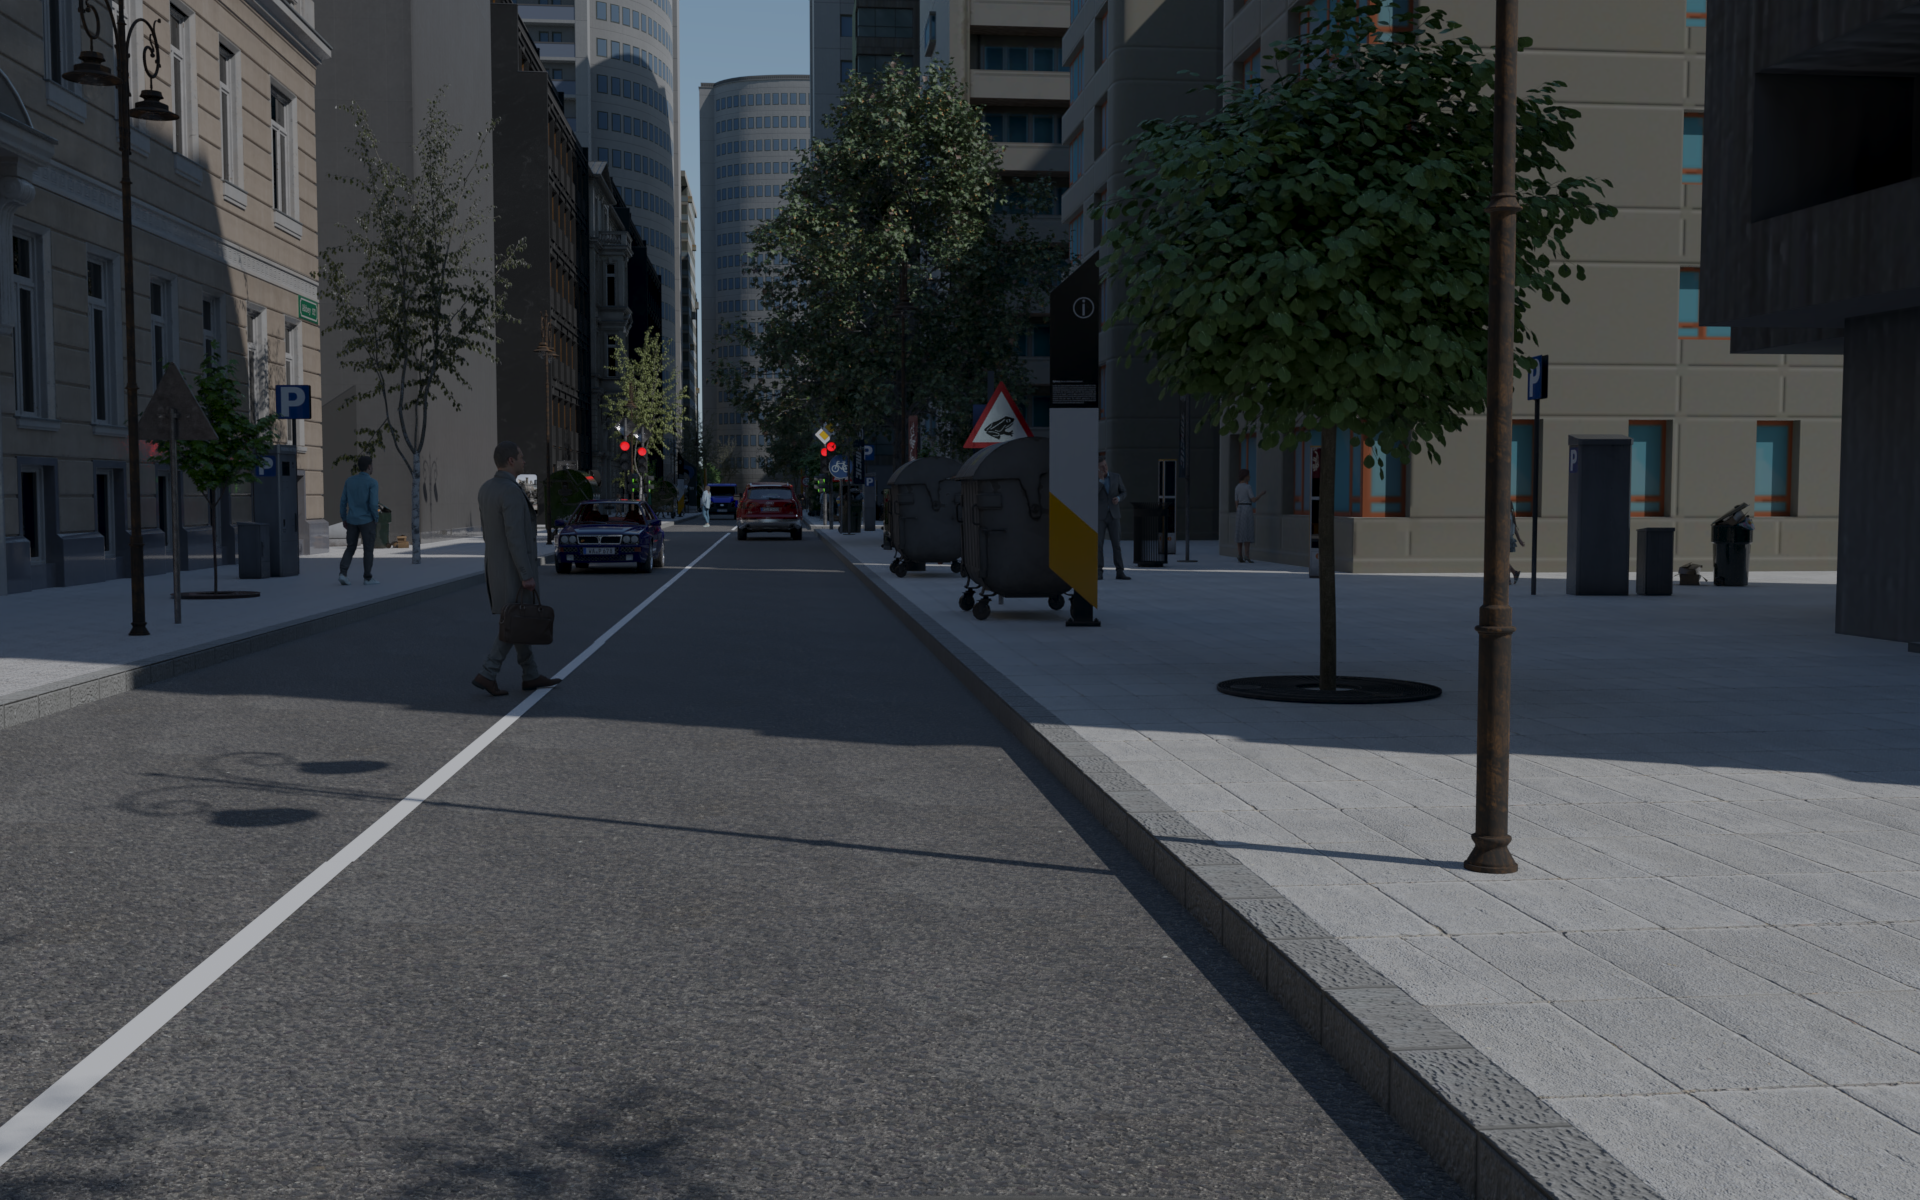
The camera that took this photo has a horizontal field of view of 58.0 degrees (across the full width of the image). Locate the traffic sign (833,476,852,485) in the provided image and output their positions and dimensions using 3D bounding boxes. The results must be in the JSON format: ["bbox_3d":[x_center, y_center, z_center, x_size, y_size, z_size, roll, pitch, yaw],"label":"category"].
[{"bbox_3d":[-4.986,-4.468,73.058,0.884,2.594,0.081,0,4,4],"label":"traffic sign"}]

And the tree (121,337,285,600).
[{"bbox_3d":[-9.126,-1.641,21.427,1.663,3.219,1.824,0,3,0],"label":"tree"}]

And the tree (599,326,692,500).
[{"bbox_3d":[-14.099,-7.735,76.827,4.737,8.622,4.395,0,3,0],"label":"tree"}]

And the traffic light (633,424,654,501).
[{"bbox_3d":[-12.733,-4.938,69.664,0.839,4.253,0.868,0,4,-6],"label":"traffic light"}]

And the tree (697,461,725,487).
[{"bbox_3d":[-26.353,-12.127,181.997,4.285,4.588,4.351,0,3,0],"label":"tree"}]

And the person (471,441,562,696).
[{"bbox_3d":[-3.193,-0.236,12.461,0.767,1.812,0.694,-3,4,-36],"label":"person"}]

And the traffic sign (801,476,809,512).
[{"bbox_3d":[-10.749,-7.426,121.528,0.768,2.556,0.104,0,4,3],"label":"traffic sign"}]

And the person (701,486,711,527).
[{"bbox_3d":[-11.039,-4.076,75.400,0.793,1.790,0.793,-1,4,-15],"label":"person"}]

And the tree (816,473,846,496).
[{"bbox_3d":[-6.285,-5.534,85.082,1.663,3.219,1.824,0,3,0],"label":"tree"}]

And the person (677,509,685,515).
[{"bbox_3d":[-17.387,-5.962,107.797,0.640,1.303,0.475,0,4,6],"label":"person"}]

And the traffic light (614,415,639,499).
[{"bbox_3d":[-11.888,-4.453,61.724,0.839,4.253,0.868,0,4,-6],"label":"traffic light"}]

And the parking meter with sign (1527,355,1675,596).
[{"bbox_3d":[8.122,-1.570,21.933,1.738,3.016,0.543,0,4,1],"label":"parking meter with sign"}]

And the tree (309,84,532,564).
[{"bbox_3d":[-10.013,-4.981,31.800,4.360,8.622,3.978,0,3,0],"label":"tree"}]

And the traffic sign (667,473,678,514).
[{"bbox_3d":[-17.009,-6.262,102.491,0.768,2.556,0.104,0,4,-6],"label":"traffic sign"}]

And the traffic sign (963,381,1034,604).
[{"bbox_3d":[0.477,-1.228,20.079,0.884,2.594,0.081,0,4,-2],"label":"traffic sign"}]

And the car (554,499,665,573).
[{"bbox_3d":[-6.542,-1.220,32.524,1.945,1.354,3.894,0,4,-5],"label":"car"}]

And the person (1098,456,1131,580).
[{"bbox_3d":[2.230,-1.223,25.840,0.655,1.846,0.447,0,4,-7],"label":"person"}]

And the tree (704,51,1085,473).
[{"bbox_3d":[-1.572,-7.839,45.170,9.611,12.733,9.660,0,3,0],"label":"tree"}]

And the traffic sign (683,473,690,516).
[{"bbox_3d":[-16.501,-6.313,103.321,0.768,2.556,0.104,0,4,0],"label":"traffic sign"}]

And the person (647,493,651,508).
[{"bbox_3d":[-19.591,-6.278,108.928,0.600,1.795,0.529,3,5,39],"label":"person"}]

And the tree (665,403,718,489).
[{"bbox_3d":[-21.988,-11.613,140.240,4.360,8.622,3.978,0,3,0],"label":"tree"}]

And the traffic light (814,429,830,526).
[{"bbox_3d":[-5.514,-4.986,70.446,0.839,4.253,0.868,0,4,-6],"label":"traffic light"}]

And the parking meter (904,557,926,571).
[{"bbox_3d":[-0.756,-1.253,28.890,0.372,1.533,0.369,0,3,0],"label":"parking meter"}]

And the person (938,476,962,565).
[{"bbox_3d":[-0.129,-1.548,31.266,0.656,1.842,0.836,-3,5,-42],"label":"person"}]

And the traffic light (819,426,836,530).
[{"bbox_3d":[-4.669,-4.501,62.506,0.839,4.253,0.868,0,4,-6],"label":"traffic light"}]

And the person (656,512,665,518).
[{"bbox_3d":[-15.906,-5.239,92.060,0.624,1.780,0.694,-2,4,-24],"label":"person"}]

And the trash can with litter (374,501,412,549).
[{"bbox_3d":[-13.533,-1.807,40.931,1.055,1.170,0.624,-3,5,-43],"label":"trash can with litter"}]

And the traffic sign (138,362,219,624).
[{"bbox_3d":[-7.741,-1.044,17.070,0.884,2.594,0.081,0,4,3],"label":"traffic sign"}]

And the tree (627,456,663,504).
[{"bbox_3d":[-14.613,-5.310,81.413,1.663,3.219,1.824,0,3,0],"label":"tree"}]

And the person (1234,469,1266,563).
[{"bbox_3d":[5.394,-1.574,32.341,0.524,1.755,0.480,-2,4,-35],"label":"person"}]

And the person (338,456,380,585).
[{"bbox_3d":[-8.503,-1.124,24.441,0.660,1.820,0.620,1,4,13],"label":"person"}]

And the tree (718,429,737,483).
[{"bbox_3d":[-21.954,-12.055,147.454,4.360,8.622,3.978,0,3,0],"label":"tree"}]

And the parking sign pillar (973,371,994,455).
[{"bbox_3d":[0.531,-2.990,37.360,1.447,3.967,1.447,0,4,1],"label":"parking sign pillar"}]

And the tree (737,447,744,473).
[{"bbox_3d":[-29.735,-16.589,221.591,4.360,8.622,3.978,0,3,0],"label":"tree"}]

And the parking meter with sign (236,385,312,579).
[{"bbox_3d":[-10.652,-1.872,26.866,0.543,3.016,1.738,0,4,2],"label":"parking meter with sign"}]

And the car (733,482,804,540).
[{"bbox_3d":[-6.101,-2.855,55.354,2.281,1.827,5.304,0,4,-7],"label":"car"}]

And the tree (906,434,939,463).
[{"bbox_3d":[-1.098,-3.635,54.033,1.663,3.219,1.824,0,3,0],"label":"tree"}]

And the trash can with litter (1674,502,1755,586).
[{"bbox_3d":[10.525,-0.784,24.210,1.055,1.170,0.624,2,4,24],"label":"trash can with litter"}]

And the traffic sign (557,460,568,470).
[{"bbox_3d":[-11.885,-3.079,52.465,0.606,2.300,0.079,0,4,-6],"label":"traffic sign"}]

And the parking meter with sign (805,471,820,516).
[{"bbox_3d":[-8.684,-6.547,103.300,0.543,3.016,1.738,-2,4,-25],"label":"parking meter with sign"}]

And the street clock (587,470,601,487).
[{"bbox_3d":[-11.102,-2.929,52.463,0.358,2.002,0.471,-3,5,-44],"label":"street clock"}]

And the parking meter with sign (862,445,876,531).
[{"bbox_3d":[-3.211,-3.937,60.630,0.543,3.016,1.738,0,4,-7],"label":"parking meter with sign"}]

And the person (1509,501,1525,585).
[{"bbox_3d":[7.756,-0.815,24.377,0.382,1.210,0.505,1,4,18],"label":"person"}]

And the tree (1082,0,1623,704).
[{"bbox_3d":[2.477,-1.677,11.140,4.285,4.588,4.351,0,3,0],"label":"tree"}]

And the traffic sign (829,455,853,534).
[{"bbox_3d":[-3.854,-3.422,56.061,0.768,2.556,0.104,0,4,-4],"label":"traffic sign"}]

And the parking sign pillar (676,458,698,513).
[{"bbox_3d":[-18.495,-7.877,117.267,1.447,3.967,1.447,0,4,-2],"label":"parking sign pillar"}]

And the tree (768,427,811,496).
[{"bbox_3d":[-21.041,-18.140,222.339,9.928,11.665,9.643,0,3,0],"label":"tree"}]

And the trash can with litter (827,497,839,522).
[{"bbox_3d":[-5.870,-4.278,81.338,0.624,1.170,1.055,-2,4,-28],"label":"trash can with litter"}]

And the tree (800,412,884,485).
[{"bbox_3d":[-5.083,-7.818,78.193,4.737,8.622,4.395,0,3,0],"label":"tree"}]

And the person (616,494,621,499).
[{"bbox_3d":[-16.748,-4.563,84.922,0.475,1.303,0.640,2,4,26],"label":"person"}]

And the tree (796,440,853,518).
[{"bbox_3d":[-7.032,-6.641,92.295,4.285,4.588,4.351,0,3,0],"label":"tree"}]

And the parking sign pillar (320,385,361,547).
[{"bbox_3d":[-15.565,-3.316,42.689,1.447,3.967,1.447,-3,5,-39],"label":"parking sign pillar"}]
